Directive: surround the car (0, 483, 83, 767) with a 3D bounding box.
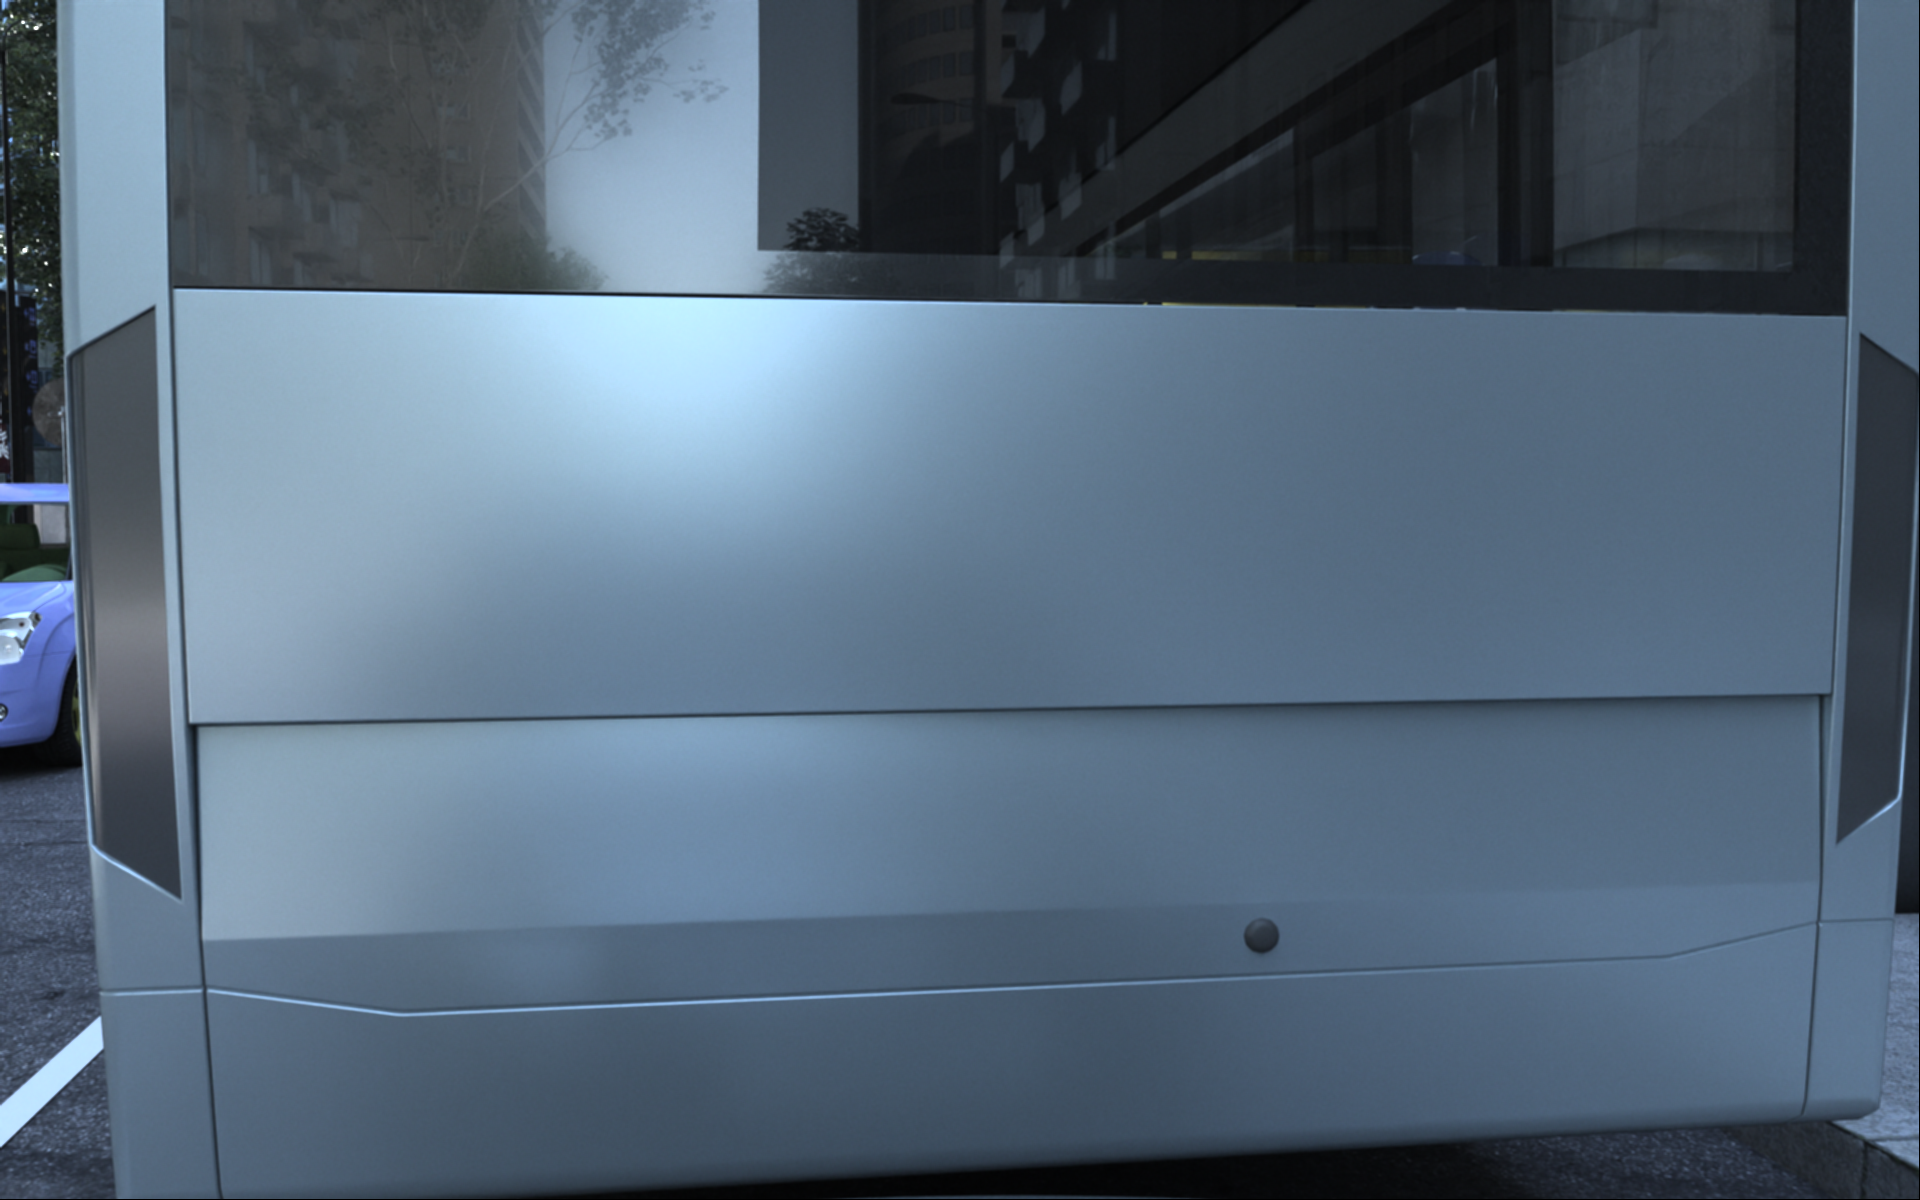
[{"bbox_3d":[-5.592,-0.032,10.109,1.945,1.707,3.694,-1,4,-8],"label":"car"}]

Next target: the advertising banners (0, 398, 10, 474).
[{"bbox_3d":[-12.598,-1.586,22.124,0.090,3.025,2.074,0,4,-2],"label":"advertising banners"}]

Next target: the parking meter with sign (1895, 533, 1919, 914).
[{"bbox_3d":[2.986,-0.568,5.547,0.543,3.016,1.738,0,4,-2],"label":"parking meter with sign"}]

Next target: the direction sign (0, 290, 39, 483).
[{"bbox_3d":[-10.675,-1.695,19.709,0.379,3.537,0.876,0,4,-4],"label":"direction sign"}]

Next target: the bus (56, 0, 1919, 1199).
[{"bbox_3d":[-0.838,-0.856,8.863,2.948,3.499,13.247,-1,4,-9],"label":"bus"}]

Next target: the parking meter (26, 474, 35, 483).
[{"bbox_3d":[-24.877,-2.477,46.212,0.399,1.863,0.255,-3,5,-41],"label":"parking meter"}]

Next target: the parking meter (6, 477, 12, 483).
[{"bbox_3d":[-31.453,-3.168,57.505,0.255,1.863,0.399,0,4,-6],"label":"parking meter"}]

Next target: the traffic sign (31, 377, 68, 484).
[{"bbox_3d":[-9.732,-1.149,18.894,0.768,2.556,0.104,0,4,-2],"label":"traffic sign"}]

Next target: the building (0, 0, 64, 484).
[{"bbox_3d":[-37.358,-47.216,84.655,22.319,86.520,31.000,-1,4,-9],"label":"building"}]

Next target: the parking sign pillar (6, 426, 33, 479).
[{"bbox_3d":[-35.587,-4.715,65.569,1.447,3.967,1.447,0,4,-1],"label":"parking sign pillar"}]

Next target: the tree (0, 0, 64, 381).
[{"bbox_3d":[-12.386,-7.540,29.941,9.857,13.997,8.962,0,3,0],"label":"tree"}]

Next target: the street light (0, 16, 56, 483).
[{"bbox_3d":[-8.513,-2.695,16.605,1.470,5.913,1.316,-1,4,-9],"label":"street light"}]
